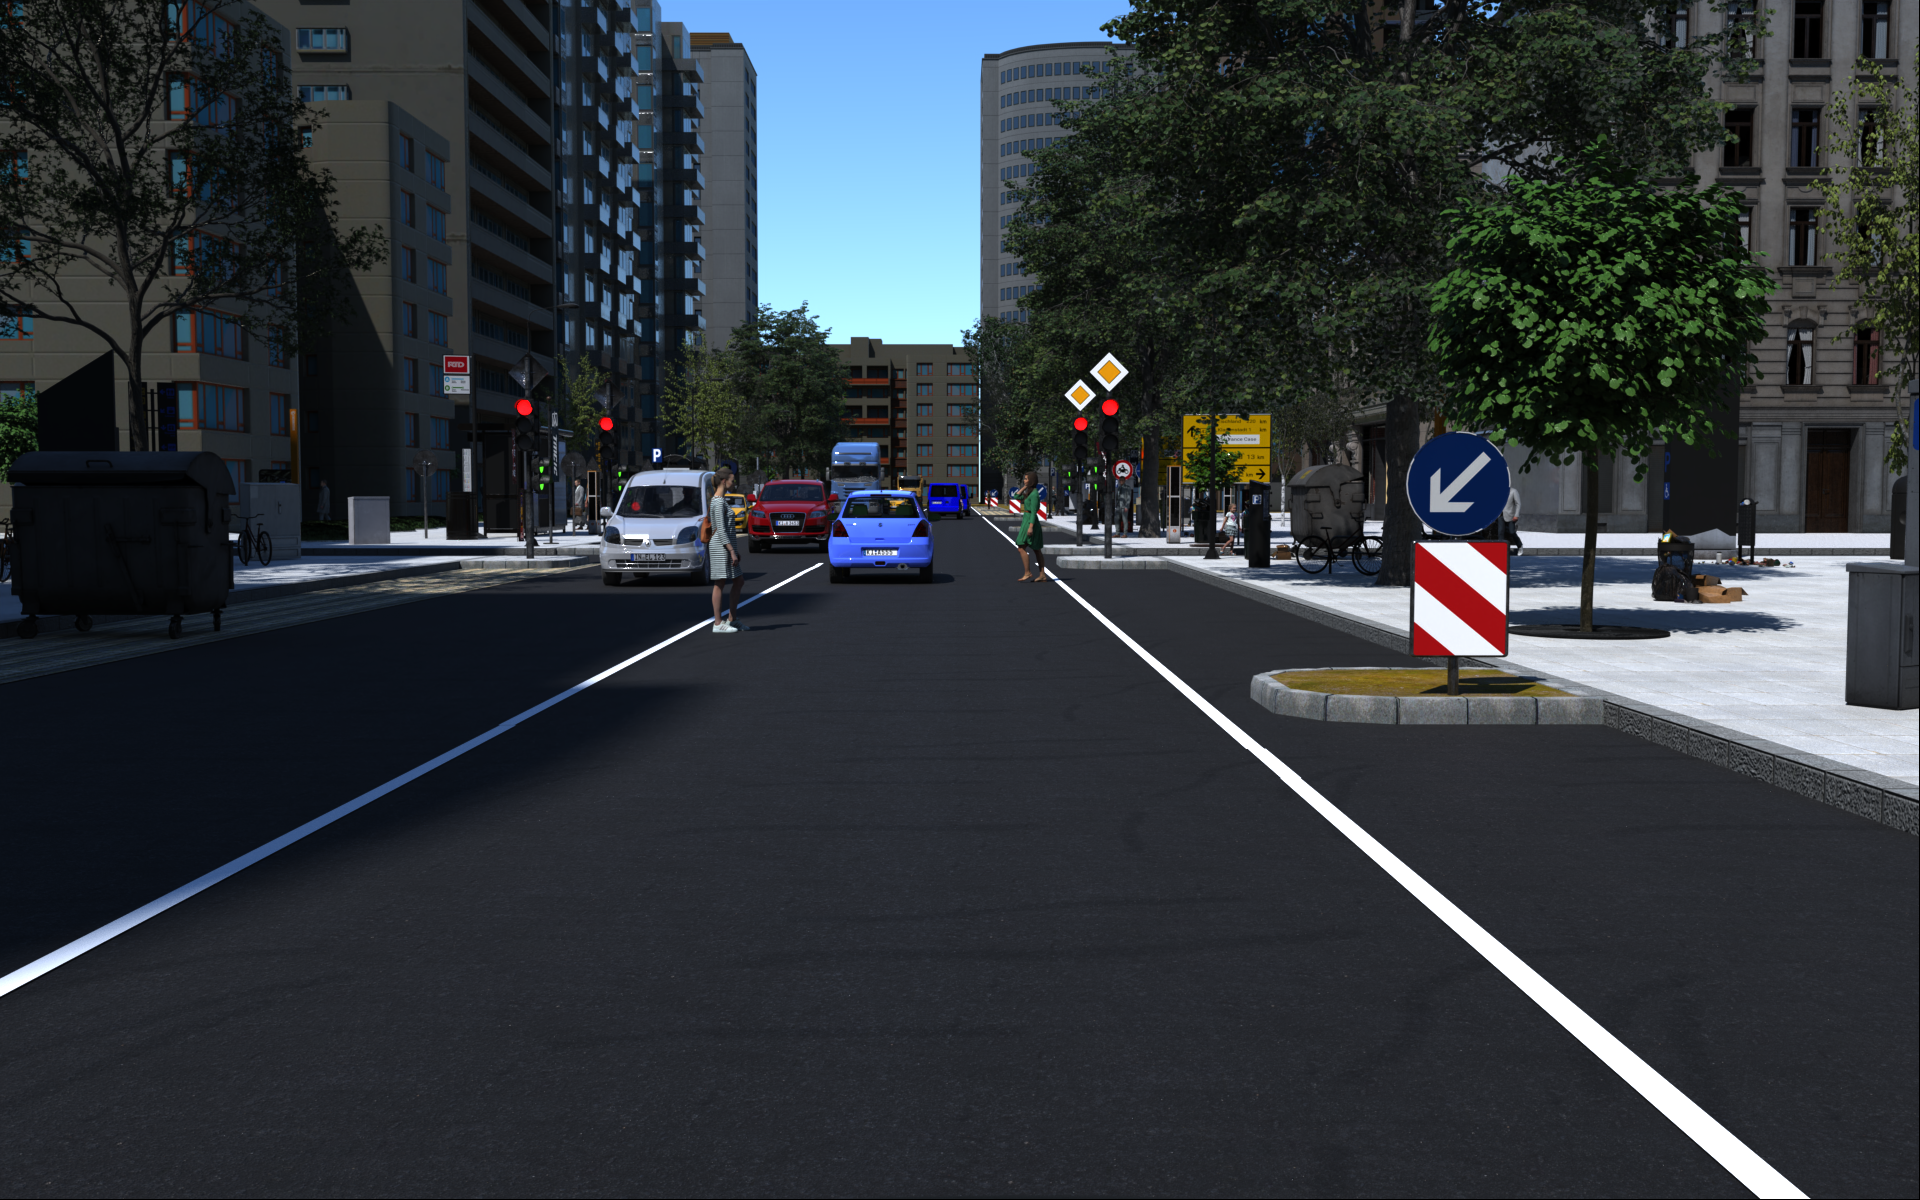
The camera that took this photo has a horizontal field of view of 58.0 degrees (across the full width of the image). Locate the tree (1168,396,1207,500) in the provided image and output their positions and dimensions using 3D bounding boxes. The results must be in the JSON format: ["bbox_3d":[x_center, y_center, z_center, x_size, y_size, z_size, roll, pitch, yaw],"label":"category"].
[{"bbox_3d":[14.271,-9.077,98.769,4.737,8.622,4.395,0,3,0],"label":"tree"}]

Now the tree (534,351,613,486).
[{"bbox_3d":[-19.765,-8.458,88.644,4.737,8.622,4.395,0,3,0],"label":"tree"}]

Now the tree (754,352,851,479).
[{"bbox_3d":[-11.500,-12.201,125.239,9.928,11.665,9.643,0,3,0],"label":"tree"}]

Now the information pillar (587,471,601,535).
[{"bbox_3d":[-11.586,-3.082,54.881,0.304,2.012,0.304,1,4,15],"label":"information pillar"}]

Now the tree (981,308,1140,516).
[{"bbox_3d":[6.042,-11.299,101.746,9.611,12.733,9.660,0,3,0],"label":"tree"}]

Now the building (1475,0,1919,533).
[{"bbox_3d":[28.358,-12.925,60.470,18.267,20.994,9.793,0,4,0],"label":"building"}]

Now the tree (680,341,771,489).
[{"bbox_3d":[-11.467,-8.209,84.579,4.360,8.622,3.978,0,3,0],"label":"tree"}]

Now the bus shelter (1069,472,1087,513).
[{"bbox_3d":[7.639,-7.319,113.590,2.014,3.302,5.546,0,3,0],"label":"bus shelter"}]

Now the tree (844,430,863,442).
[{"bbox_3d":[-12.057,-14.745,191.437,4.737,8.622,4.395,0,3,0],"label":"tree"}]

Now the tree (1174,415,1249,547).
[{"bbox_3d":[6.115,-2.895,41.932,1.663,3.219,1.824,0,3,0],"label":"tree"}]

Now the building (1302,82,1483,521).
[{"bbox_3d":[23.847,-15.060,97.149,10.553,20.767,40.483,0,4,0],"label":"building"}]

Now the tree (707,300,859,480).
[{"bbox_3d":[-11.493,-12.620,112.991,9.857,13.997,8.962,0,3,0],"label":"tree"}]

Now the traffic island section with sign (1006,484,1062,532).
[{"bbox_3d":[2.897,-3.575,67.073,1.989,1.847,2.006,0,4,0],"label":"traffic island section with sign"}]

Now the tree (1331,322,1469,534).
[{"bbox_3d":[14.729,-6.360,54.346,4.360,8.622,3.978,0,3,0],"label":"tree"}]

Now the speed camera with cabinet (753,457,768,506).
[{"bbox_3d":[-10.735,-5.961,91.800,0.660,3.252,2.038,1,4,11],"label":"speed camera with cabinet"}]

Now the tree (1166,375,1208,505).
[{"bbox_3d":[12.852,-8.743,93.305,4.360,8.622,3.978,0,3,0],"label":"tree"}]

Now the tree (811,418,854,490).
[{"bbox_3d":[-11.708,-13.051,163.738,4.360,8.622,3.978,0,3,0],"label":"tree"}]

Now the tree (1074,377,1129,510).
[{"bbox_3d":[7.313,-8.590,90.809,4.360,8.622,3.978,0,3,0],"label":"tree"}]

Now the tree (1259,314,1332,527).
[{"bbox_3d":[12.965,-7.195,68.003,4.360,8.622,3.978,0,3,0],"label":"tree"}]

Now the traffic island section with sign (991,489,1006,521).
[{"bbox_3d":[2.845,-5.227,94.087,1.989,1.847,2.006,0,4,0],"label":"traffic island section with sign"}]

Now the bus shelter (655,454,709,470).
[{"bbox_3d":[-14.538,-5.934,90.937,2.014,3.302,5.546,0,4,0],"label":"bus shelter"}]

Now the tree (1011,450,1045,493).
[{"bbox_3d":[5.638,-12.170,149.342,4.360,8.622,3.978,0,3,0],"label":"tree"}]

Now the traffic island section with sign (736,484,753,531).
[{"bbox_3d":[-8.316,-3.574,67.057,1.989,1.847,2.006,0,4,0],"label":"traffic island section with sign"}]

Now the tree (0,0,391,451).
[{"bbox_3d":[-11.734,-5.484,24.077,7.601,10.594,8.767,-2,4,-28],"label":"tree"}]

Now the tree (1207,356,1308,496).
[{"bbox_3d":[15.705,-8.398,87.670,4.737,8.622,4.395,0,3,0],"label":"tree"}]

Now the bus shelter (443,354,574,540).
[{"bbox_3d":[-13.770,-4.582,52.553,2.179,5.291,8.768,0,3,0],"label":"bus shelter"}]

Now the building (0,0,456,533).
[{"bbox_3d":[-38.774,-13.809,70.820,27.650,21.520,28.899,0,4,0],"label":"building"}]

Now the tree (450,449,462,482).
[{"bbox_3d":[-27.545,-6.461,89.347,4.285,4.588,4.351,0,3,0],"label":"tree"}]

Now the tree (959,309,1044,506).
[{"bbox_3d":[6.677,-18.731,162.146,12.611,20.169,13.585,0,3,0],"label":"tree"}]

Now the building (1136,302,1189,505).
[{"bbox_3d":[32.222,-19.600,165.503,27.650,21.520,28.899,0,4,0],"label":"building"}]

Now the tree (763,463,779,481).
[{"bbox_3d":[-11.570,-6.827,106.229,1.663,3.219,1.824,0,3,0],"label":"tree"}]

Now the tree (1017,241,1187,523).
[{"bbox_3d":[6.064,-9.612,75.280,7.486,12.596,7.792,0,3,0],"label":"tree"}]

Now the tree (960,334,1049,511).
[{"bbox_3d":[5.182,-13.403,129.501,12.009,13.543,11.850,0,3,0],"label":"tree"}]

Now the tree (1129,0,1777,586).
[{"bbox_3d":[6.164,-7.173,23.940,9.857,13.997,8.962,0,3,0],"label":"tree"}]

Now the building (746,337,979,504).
[{"bbox_3d":[-12.113,-23.451,228.458,28.899,21.520,27.650,0,4,0],"label":"building"}]

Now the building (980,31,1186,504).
[{"bbox_3d":[16.858,-41.736,224.384,28.212,58.520,21.231,0,4,0],"label":"building"}]

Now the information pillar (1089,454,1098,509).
[{"bbox_3d":[6.800,-5.917,88.094,0.504,3.616,0.183,0,4,0],"label":"information pillar"}]

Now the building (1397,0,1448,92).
[{"bbox_3d":[26.891,-29.254,128.418,14.600,45.320,14.200,0,4,0],"label":"building"}]

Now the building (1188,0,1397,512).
[{"bbox_3d":[26.432,-30.121,142.591,14.600,45.320,14.200,0,4,0],"label":"building"}]

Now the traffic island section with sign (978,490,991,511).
[{"bbox_3d":[2.718,-8.299,144.314,1.989,1.847,2.006,0,4,0],"label":"traffic island section with sign"}]

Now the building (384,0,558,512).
[{"bbox_3d":[-37.259,-29.326,103.186,21.300,48.544,21.600,0,4,0],"label":"building"}]

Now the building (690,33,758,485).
[{"bbox_3d":[-40.663,-41.779,225.079,28.212,58.520,21.231,0,4,0],"label":"building"}]

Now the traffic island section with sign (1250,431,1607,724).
[{"bbox_3d":[3.041,-0.189,11.719,1.989,1.847,2.006,0,4,0],"label":"traffic island section with sign"}]

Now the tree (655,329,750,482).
[{"bbox_3d":[-11.166,-7.725,76.667,4.737,8.622,4.395,0,3,0],"label":"tree"}]

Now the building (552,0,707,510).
[{"bbox_3d":[-40.523,-33.499,167.316,30.456,49.044,23.786,0,4,0],"label":"building"}]

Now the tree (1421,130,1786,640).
[{"bbox_3d":[5.716,-1.959,15.738,4.285,4.588,4.351,0,3,0],"label":"tree"}]

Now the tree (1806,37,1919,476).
[{"bbox_3d":[15.173,-4.685,26.965,4.737,8.622,4.395,0,3,0],"label":"tree"}]
